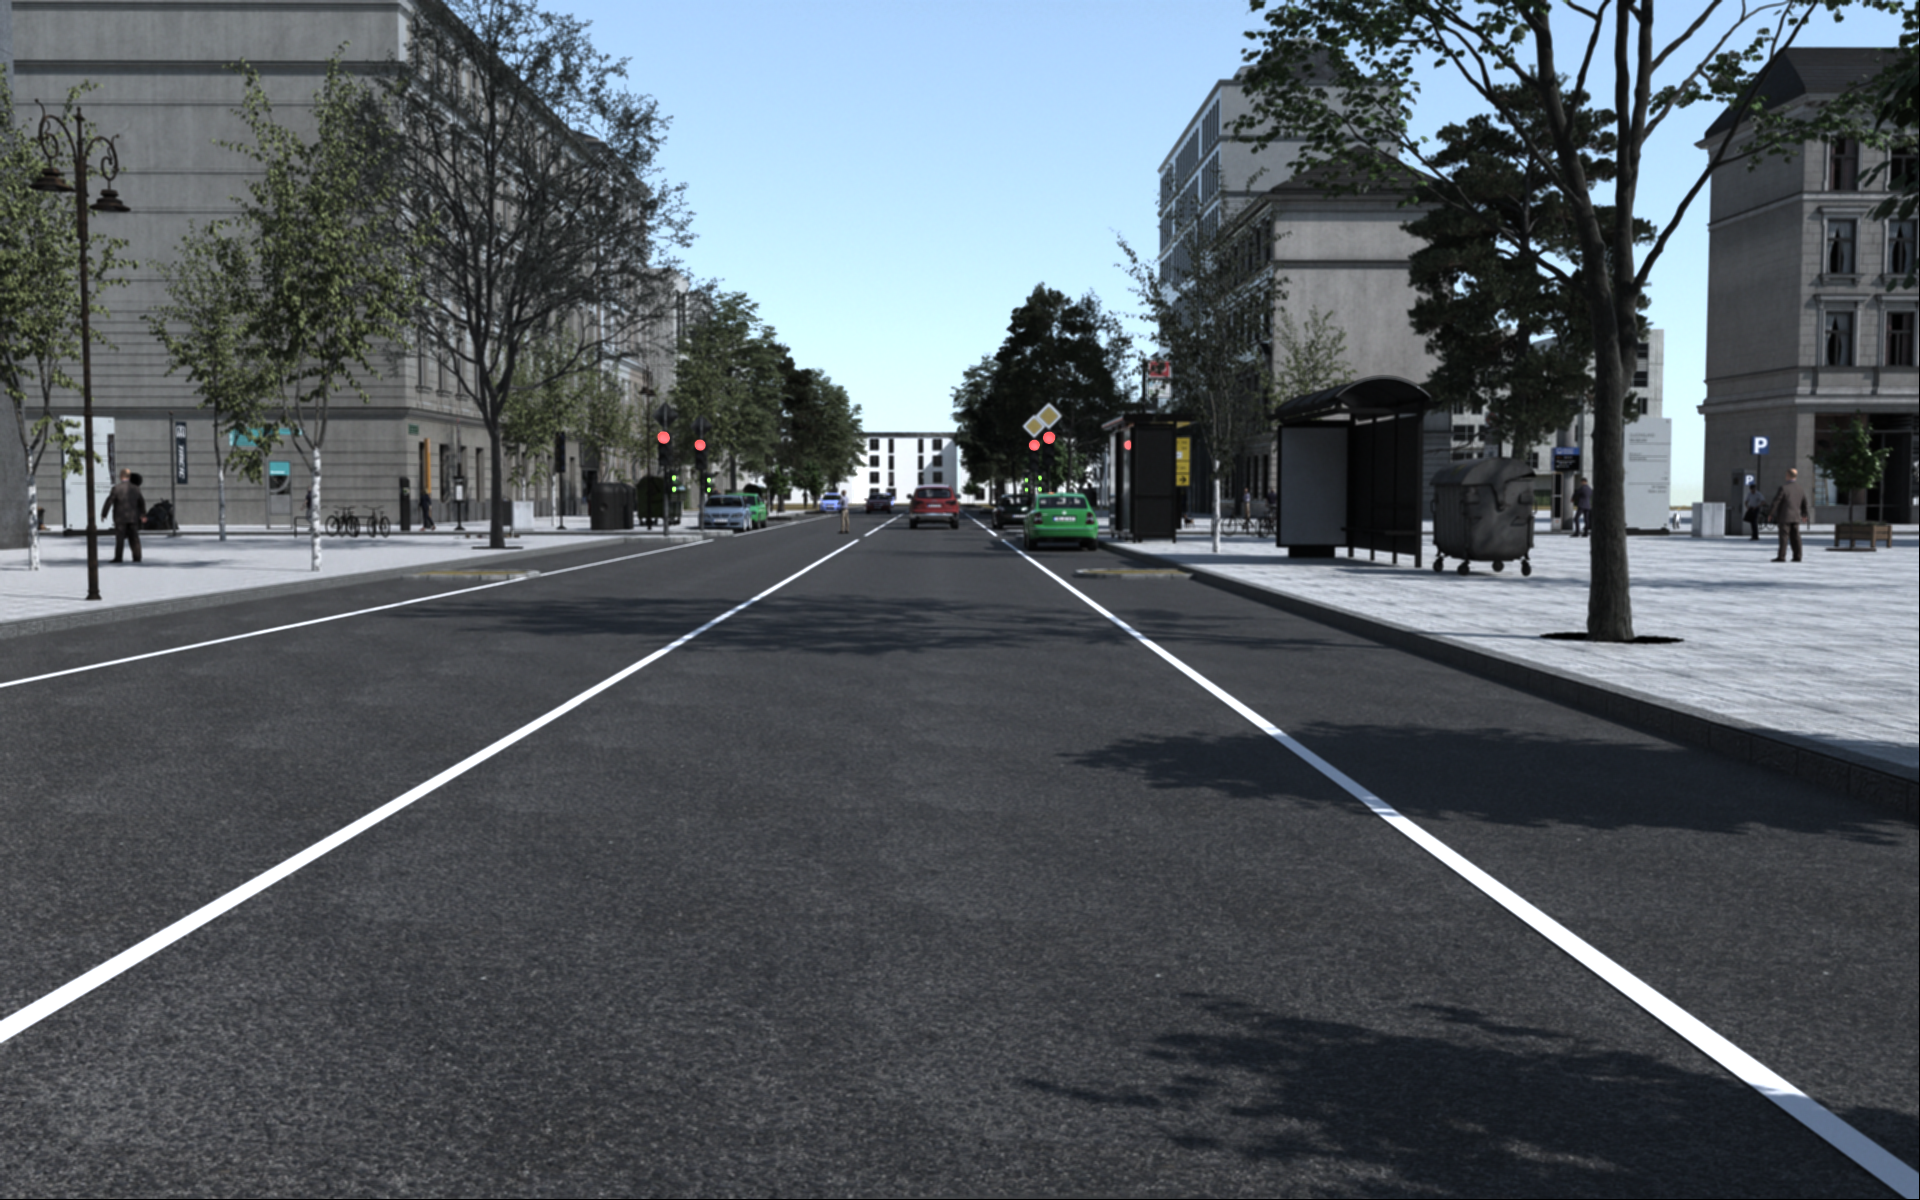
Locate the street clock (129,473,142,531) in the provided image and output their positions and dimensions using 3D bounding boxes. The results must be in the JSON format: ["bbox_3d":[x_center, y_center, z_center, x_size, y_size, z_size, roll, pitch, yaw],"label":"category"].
[{"bbox_3d":[-28.436,-3.371,59.683,0.471,2.002,0.358,0,4,0],"label":"street clock"}]

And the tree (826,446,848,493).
[{"bbox_3d":[-14.200,-15.155,198.152,4.737,8.622,4.395,0,3,0],"label":"tree"}]

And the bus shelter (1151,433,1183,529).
[{"bbox_3d":[7.240,-4.555,65.762,1.731,3.624,6.357,0,4,-1],"label":"bus shelter"}]

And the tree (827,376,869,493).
[{"bbox_3d":[-12.655,-14.502,155.238,7.486,12.596,7.792,0,3,0],"label":"tree"}]

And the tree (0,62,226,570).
[{"bbox_3d":[-15.614,-4.789,28.668,4.737,8.622,4.395,0,3,0],"label":"tree"}]

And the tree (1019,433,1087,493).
[{"bbox_3d":[4.707,-6.430,88.848,4.285,4.588,4.351,0,3,0],"label":"tree"}]

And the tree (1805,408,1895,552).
[{"bbox_3d":[20.126,-2.708,38.882,1.663,3.219,1.824,0,3,0],"label":"tree"}]

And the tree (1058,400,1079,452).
[{"bbox_3d":[7.514,-8.816,94.497,4.360,8.622,3.978,0,3,0],"label":"tree"}]

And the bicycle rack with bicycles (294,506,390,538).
[{"bbox_3d":[-18.425,-2.316,51.250,2.852,0.926,2.925,-2,4,-35],"label":"bicycle rack with bicycles"}]

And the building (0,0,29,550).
[{"bbox_3d":[-31.853,-13.213,34.048,19.932,24.808,12.078,0,4,-1],"label":"building"}]

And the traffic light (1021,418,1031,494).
[{"bbox_3d":[2.563,-4.362,60.568,0.839,4.213,0.868,0,4,-1],"label":"traffic light"}]

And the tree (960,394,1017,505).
[{"bbox_3d":[3.278,-17.588,205.689,7.486,12.596,7.792,0,3,0],"label":"tree"}]

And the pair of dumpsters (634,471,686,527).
[{"bbox_3d":[-12.173,-4.147,70.299,1.574,2.255,4.436,0,4,-1],"label":"pair of dumpsters"}]

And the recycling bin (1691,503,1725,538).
[{"bbox_3d":[22.233,-2.380,51.469,0.722,1.027,0.722,0,4,2],"label":"recycling bin"}]

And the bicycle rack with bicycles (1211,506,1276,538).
[{"bbox_3d":[9.070,-2.379,52.281,2.925,0.926,2.852,-3,5,-42],"label":"bicycle rack with bicycles"}]

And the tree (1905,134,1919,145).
[{"bbox_3d":[14.338,-4.379,21.958,4.737,8.622,4.395,0,3,0],"label":"tree"}]

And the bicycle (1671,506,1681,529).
[{"bbox_3d":[26.143,-3.054,63.152,0.635,0.972,1.543,2,4,30],"label":"bicycle"}]

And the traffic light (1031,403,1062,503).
[{"bbox_3d":[2.666,-3.874,52.584,0.839,4.213,0.868,0,4,-1],"label":"traffic light"}]

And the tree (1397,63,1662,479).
[{"bbox_3d":[14.486,-7.496,44.616,6.751,12.117,7.091,0,3,0],"label":"tree"}]

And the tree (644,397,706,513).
[{"bbox_3d":[-20.590,-10.763,126.339,4.360,8.622,3.978,0,3,0],"label":"tree"}]

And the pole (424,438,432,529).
[{"bbox_3d":[-19.537,-4.265,63.577,0.158,3.312,0.155,0,3,0],"label":"pole"}]

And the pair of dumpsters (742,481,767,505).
[{"bbox_3d":[-15.165,-7.670,127.891,1.574,2.255,4.436,0,4,-1],"label":"pair of dumpsters"}]

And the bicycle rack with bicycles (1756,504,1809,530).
[{"bbox_3d":[29.247,-3.003,62.488,2.852,0.926,2.925,0,4,-2],"label":"bicycle rack with bicycles"}]

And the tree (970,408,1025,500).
[{"bbox_3d":[3.865,-15.408,173.979,6.751,12.117,7.091,0,3,0],"label":"tree"}]

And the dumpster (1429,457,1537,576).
[{"bbox_3d":[8.390,-1.347,27.775,1.264,1.857,1.865,0,4,-1],"label":"dumpster"}]

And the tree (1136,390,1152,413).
[{"bbox_3d":[12.247,-10.406,120.498,4.737,8.622,4.395,0,3,0],"label":"tree"}]

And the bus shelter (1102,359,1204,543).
[{"bbox_3d":[5.255,-4.380,49.241,2.179,5.291,8.768,0,4,-1],"label":"bus shelter"}]

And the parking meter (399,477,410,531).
[{"bbox_3d":[-19.213,-3.317,59.948,0.255,1.863,0.399,-2,4,-34],"label":"parking meter"}]

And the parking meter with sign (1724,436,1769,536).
[{"bbox_3d":[24.050,-3.478,53.132,0.543,3.016,1.738,0,4,-5],"label":"parking meter with sign"}]

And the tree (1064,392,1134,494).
[{"bbox_3d":[8.083,-9.961,113.222,4.737,8.622,4.395,0,3,0],"label":"tree"}]

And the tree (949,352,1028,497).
[{"bbox_3d":[3.673,-15.042,152.589,9.857,13.997,8.962,0,3,0],"label":"tree"}]

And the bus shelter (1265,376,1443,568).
[{"bbox_3d":[7.220,-2.356,32.448,2.014,3.302,5.546,0,4,-1],"label":"bus shelter"}]

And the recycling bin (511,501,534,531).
[{"bbox_3d":[-15.353,-2.947,60.730,0.722,1.027,0.722,-1,4,-20],"label":"recycling bin"}]

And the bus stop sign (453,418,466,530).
[{"bbox_3d":[-17.603,-4.416,60.902,0.416,3.939,0.855,-1,4,-23],"label":"bus stop sign"}]

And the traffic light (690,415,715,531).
[{"bbox_3d":[-8.997,-4.352,60.404,0.839,4.213,0.868,0,4,-1],"label":"traffic light"}]

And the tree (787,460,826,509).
[{"bbox_3d":[-13.140,-10.041,147.885,4.285,4.588,4.351,0,3,0],"label":"tree"}]

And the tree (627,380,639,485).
[{"bbox_3d":[-17.335,-8.159,83.761,4.737,8.622,4.395,0,3,0],"label":"tree"}]

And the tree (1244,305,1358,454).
[{"bbox_3d":[13.229,-7.117,66.717,4.737,8.622,4.395,0,3,0],"label":"tree"}]

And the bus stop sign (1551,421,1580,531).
[{"bbox_3d":[21.326,-4.406,61.048,0.837,3.901,0.837,1,4,11],"label":"bus stop sign"}]

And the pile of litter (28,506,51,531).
[{"bbox_3d":[-32.870,-2.893,61.259,1.176,0.858,1.719,-3,5,-40],"label":"pile of litter"}]

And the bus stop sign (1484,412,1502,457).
[{"bbox_3d":[15.713,-3.803,50.887,0.416,3.939,0.855,-2,4,-28],"label":"bus stop sign"}]

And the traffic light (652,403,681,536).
[{"bbox_3d":[-8.894,-3.864,52.419,0.839,4.213,0.868,0,4,-1],"label":"traffic light"}]

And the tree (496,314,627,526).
[{"bbox_3d":[-16.461,-7.251,68.920,4.737,8.622,4.395,0,3,0],"label":"tree"}]
